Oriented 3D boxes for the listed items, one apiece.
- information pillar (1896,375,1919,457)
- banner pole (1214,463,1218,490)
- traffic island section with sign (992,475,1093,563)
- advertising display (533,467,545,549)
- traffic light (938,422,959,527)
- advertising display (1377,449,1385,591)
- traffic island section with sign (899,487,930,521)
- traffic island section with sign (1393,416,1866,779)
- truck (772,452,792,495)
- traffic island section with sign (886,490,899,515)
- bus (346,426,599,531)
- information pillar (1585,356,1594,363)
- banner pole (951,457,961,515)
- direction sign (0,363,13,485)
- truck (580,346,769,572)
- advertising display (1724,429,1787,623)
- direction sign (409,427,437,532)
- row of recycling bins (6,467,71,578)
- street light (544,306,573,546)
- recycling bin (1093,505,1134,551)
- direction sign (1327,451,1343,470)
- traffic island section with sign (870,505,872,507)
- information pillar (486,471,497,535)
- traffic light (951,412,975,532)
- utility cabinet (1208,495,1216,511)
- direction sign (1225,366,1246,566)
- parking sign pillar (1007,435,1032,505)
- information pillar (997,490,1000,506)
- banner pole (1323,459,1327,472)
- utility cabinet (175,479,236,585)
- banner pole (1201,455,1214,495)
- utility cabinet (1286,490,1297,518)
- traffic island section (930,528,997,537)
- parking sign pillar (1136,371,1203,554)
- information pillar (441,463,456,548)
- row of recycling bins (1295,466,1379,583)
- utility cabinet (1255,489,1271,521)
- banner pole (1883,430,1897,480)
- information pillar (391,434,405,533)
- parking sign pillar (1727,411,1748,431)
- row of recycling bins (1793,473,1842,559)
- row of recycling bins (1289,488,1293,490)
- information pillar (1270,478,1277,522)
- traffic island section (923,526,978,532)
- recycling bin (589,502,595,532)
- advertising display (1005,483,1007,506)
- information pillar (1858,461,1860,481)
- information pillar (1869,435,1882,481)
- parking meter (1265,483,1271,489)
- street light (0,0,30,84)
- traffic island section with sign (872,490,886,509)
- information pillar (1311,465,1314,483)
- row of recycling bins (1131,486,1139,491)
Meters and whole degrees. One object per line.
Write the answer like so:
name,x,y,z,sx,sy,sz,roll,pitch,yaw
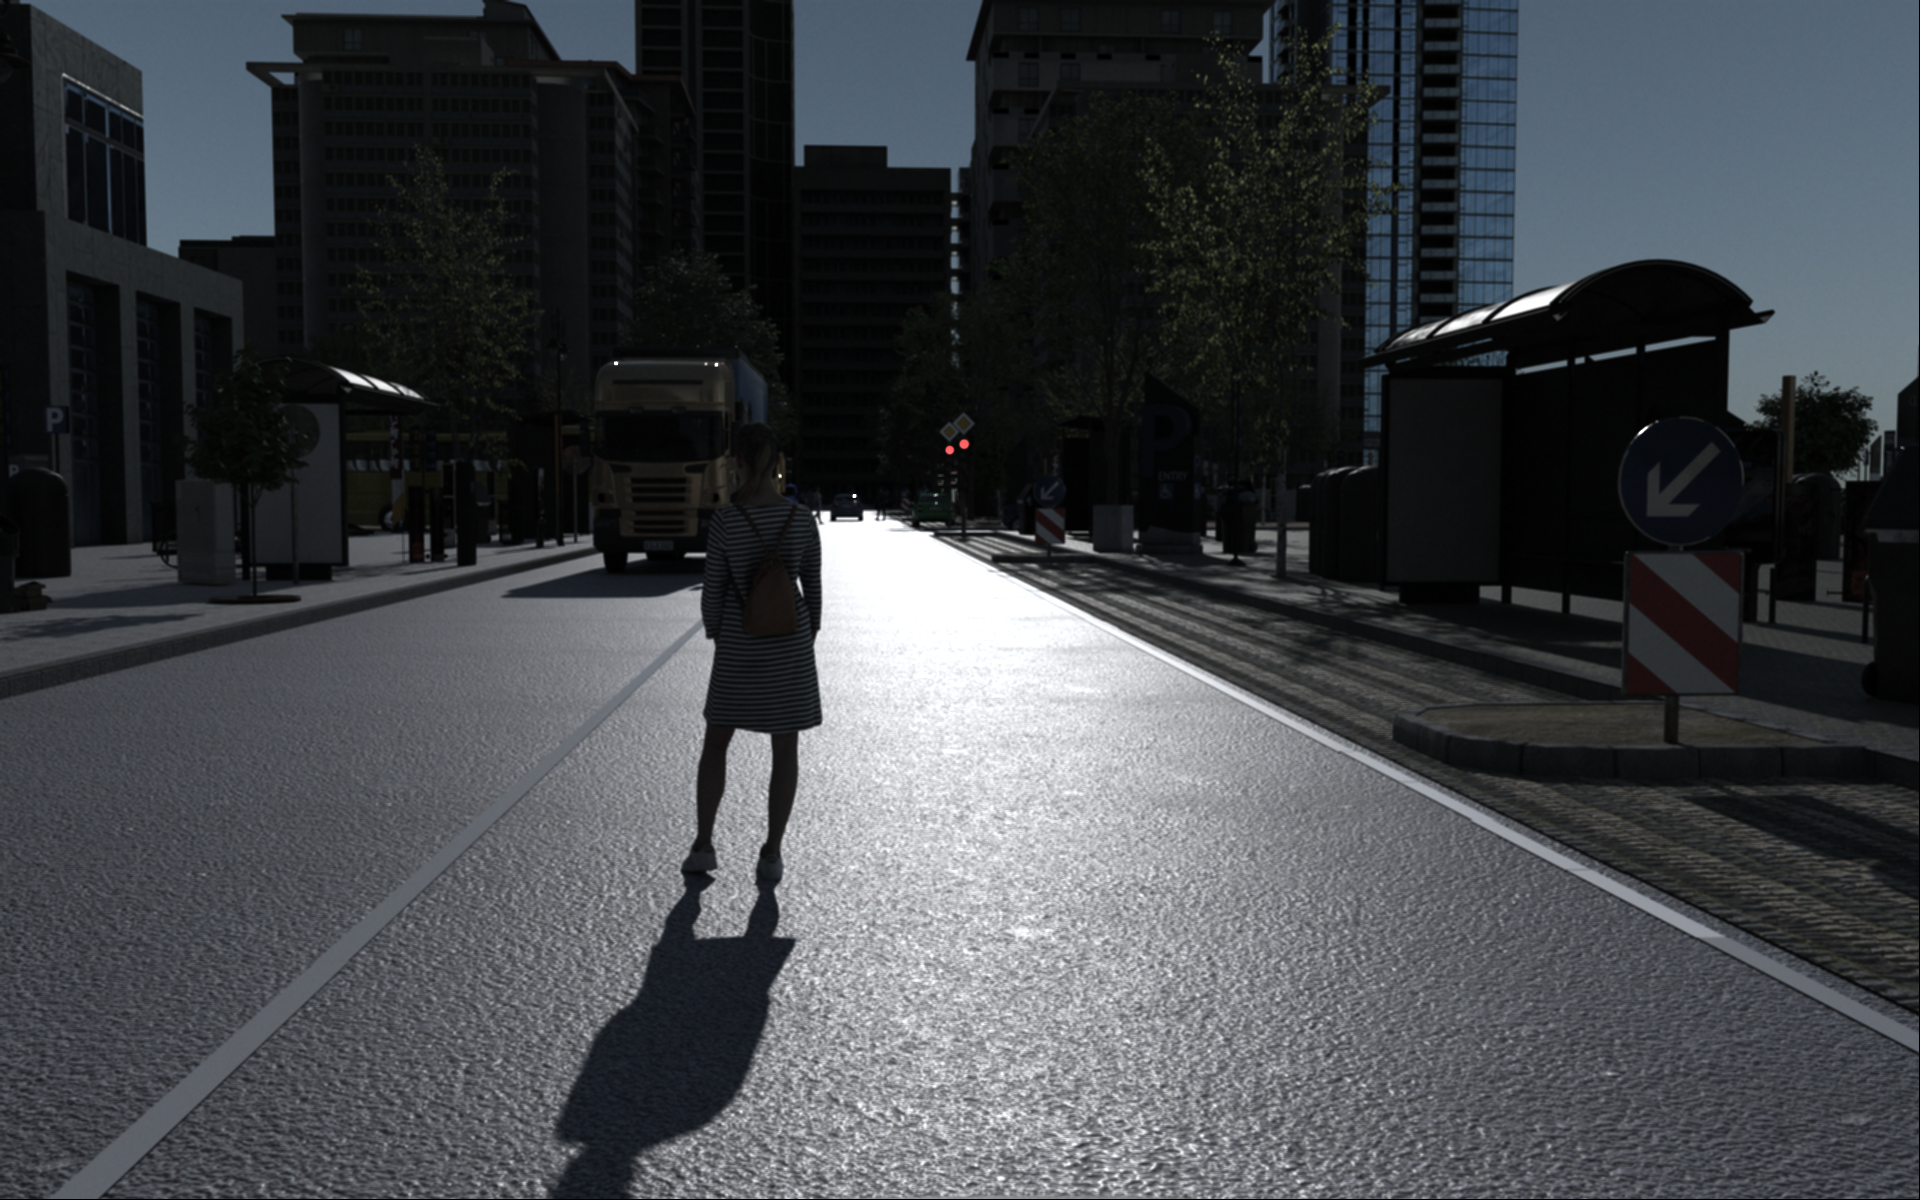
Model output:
information pillar,18.310,-2.571,33.383,0.183,3.616,0.504,-3,4,-37
banner pole,17.853,-8.080,122.126,0.863,3.779,0.401,-1,4,-22
traffic island section with sign,1.693,-1.705,36.507,1.989,1.847,2.006,0,4,-4
advertising display,-9.967,-2.191,41.044,0.123,1.923,0.974,0,4,-6
traffic light,-0.433,-4.789,67.225,0.839,4.253,0.868,0,4,-4
advertising display,5.995,-1.078,22.835,0.974,1.923,0.123,0,4,-4
traffic island section with sign,-2.053,-5.092,91.884,1.989,1.847,2.006,0,4,-4
traffic island section with sign,3.525,-0.060,9.614,1.989,1.847,2.006,0,4,-4
truck,-8.979,-4.860,75.382,3.469,3.379,9.791,0,4,-5
traffic island section with sign,-3.877,-6.737,118.778,1.989,1.847,2.006,0,4,-4
bus,-17.268,-4.338,62.468,12.252,3.916,2.896,0,4,-5
information pillar,10.591,-2.291,28.810,0.504,3.616,0.183,2,4,32
banner pole,-0.169,-6.977,104.096,0.863,3.779,0.401,1,4,19
direction sign,-16.665,-2.341,30.274,0.379,3.537,0.876,-3,5,-40
truck,-5.499,-2.833,35.230,2.839,4.237,11.283,0,4,-2
advertising display,7.947,-0.758,17.602,0.123,1.923,0.974,-1,4,-21
direction sign,-18.068,-4.057,58.321,0.876,3.537,0.379,-2,4,-28
row of recycling bins,-15.265,-1.150,25.908,3.534,1.692,1.069,-3,5,-41
street light,-9.859,-4.273,42.646,0.468,5.910,1.993,0,4,-4
recycling bin,3.488,-1.642,39.398,0.722,1.027,0.722,2,4,29
direction sign,19.667,-6.045,90.826,0.876,3.537,0.379,-1,4,-12
traffic island section with sign,-9.156,-11.491,196.509,1.989,1.847,2.006,0,4,-4
information pillar,-14.658,-3.038,54.168,0.304,2.012,0.304,-1,4,-11
traffic light,0.107,-4.302,59.258,0.839,4.253,0.868,0,4,-4
utility cabinet,14.141,-5.384,99.188,1.020,1.237,0.306,1,4,15
direction sign,4.949,-2.384,30.981,0.379,3.537,0.876,1,4,20
parking sign pillar,2.736,-5.580,79.706,1.447,3.967,1.447,-3,5,-42
information pillar,2.680,-7.348,124.634,0.304,2.012,0.304,-3,5,-39
banner pole,23.396,-7.335,109.947,0.863,3.779,0.401,-2,4,-25
utility cabinet,-10.697,-0.969,24.518,1.173,1.500,0.318,3,5,42
banner pole,15.707,-7.439,111.641,0.863,3.779,0.401,-2,4,-29
utility cabinet,17.652,-5.090,91.894,1.173,1.500,0.318,1,4,12
traffic island section,0.148,-2.269,59.374,2.009,0.180,2.903,0,4,-4
parking sign pillar,4.544,-2.997,37.477,1.447,3.967,1.447,2,4,32
information pillar,-12.144,-2.241,41.129,0.304,2.012,0.304,-1,4,-17
row of recycling bins,6.024,-1.199,26.711,1.069,1.692,3.534,0,4,2
utility cabinet,14.301,-4.485,82.007,1.173,1.500,0.318,2,4,29
banner pole,32.301,-4.280,59.993,0.401,3.779,0.863,-1,4,-19
information pillar,-18.560,-4.023,57.133,0.504,3.616,0.183,2,4,28
parking sign pillar,22.731,-3.814,50.823,1.447,3.967,1.447,3,5,39
row of recycling bins,17.177,-1.748,35.690,1.069,1.692,3.534,0,4,7
row of recycling bins,16.266,-4.440,79.707,1.069,1.692,3.534,0,4,-5
information pillar,14.442,-4.581,79.395,0.304,2.012,0.304,-3,5,-43
traffic island section,-0.392,-2.756,67.341,2.009,0.180,2.903,0,4,-4
recycling bin,-12.749,-2.789,58.153,0.722,1.027,0.722,1,4,20
advertising display,2.540,-4.700,82.061,0.974,1.923,0.123,3,4,37
information pillar,62.597,-7.908,120.657,0.183,3.616,0.504,2,4,35
information pillar,36.554,-4.760,69.184,0.504,3.616,0.183,-1,4,-19
parking meter,15.820,-5.086,88.870,0.255,1.863,0.399,-2,4,-35
street light,-7.805,-2.493,13.541,0.468,5.910,1.993,0,4,-4
traffic island section with sign,-7.319,-9.846,169.616,1.989,1.847,2.006,0,4,-4
information pillar,28.380,-9.061,139.502,0.183,3.616,0.504,0,4,-2
row of recycling bins,8.856,-5.107,90.612,1.069,1.692,3.534,-1,4,-15
